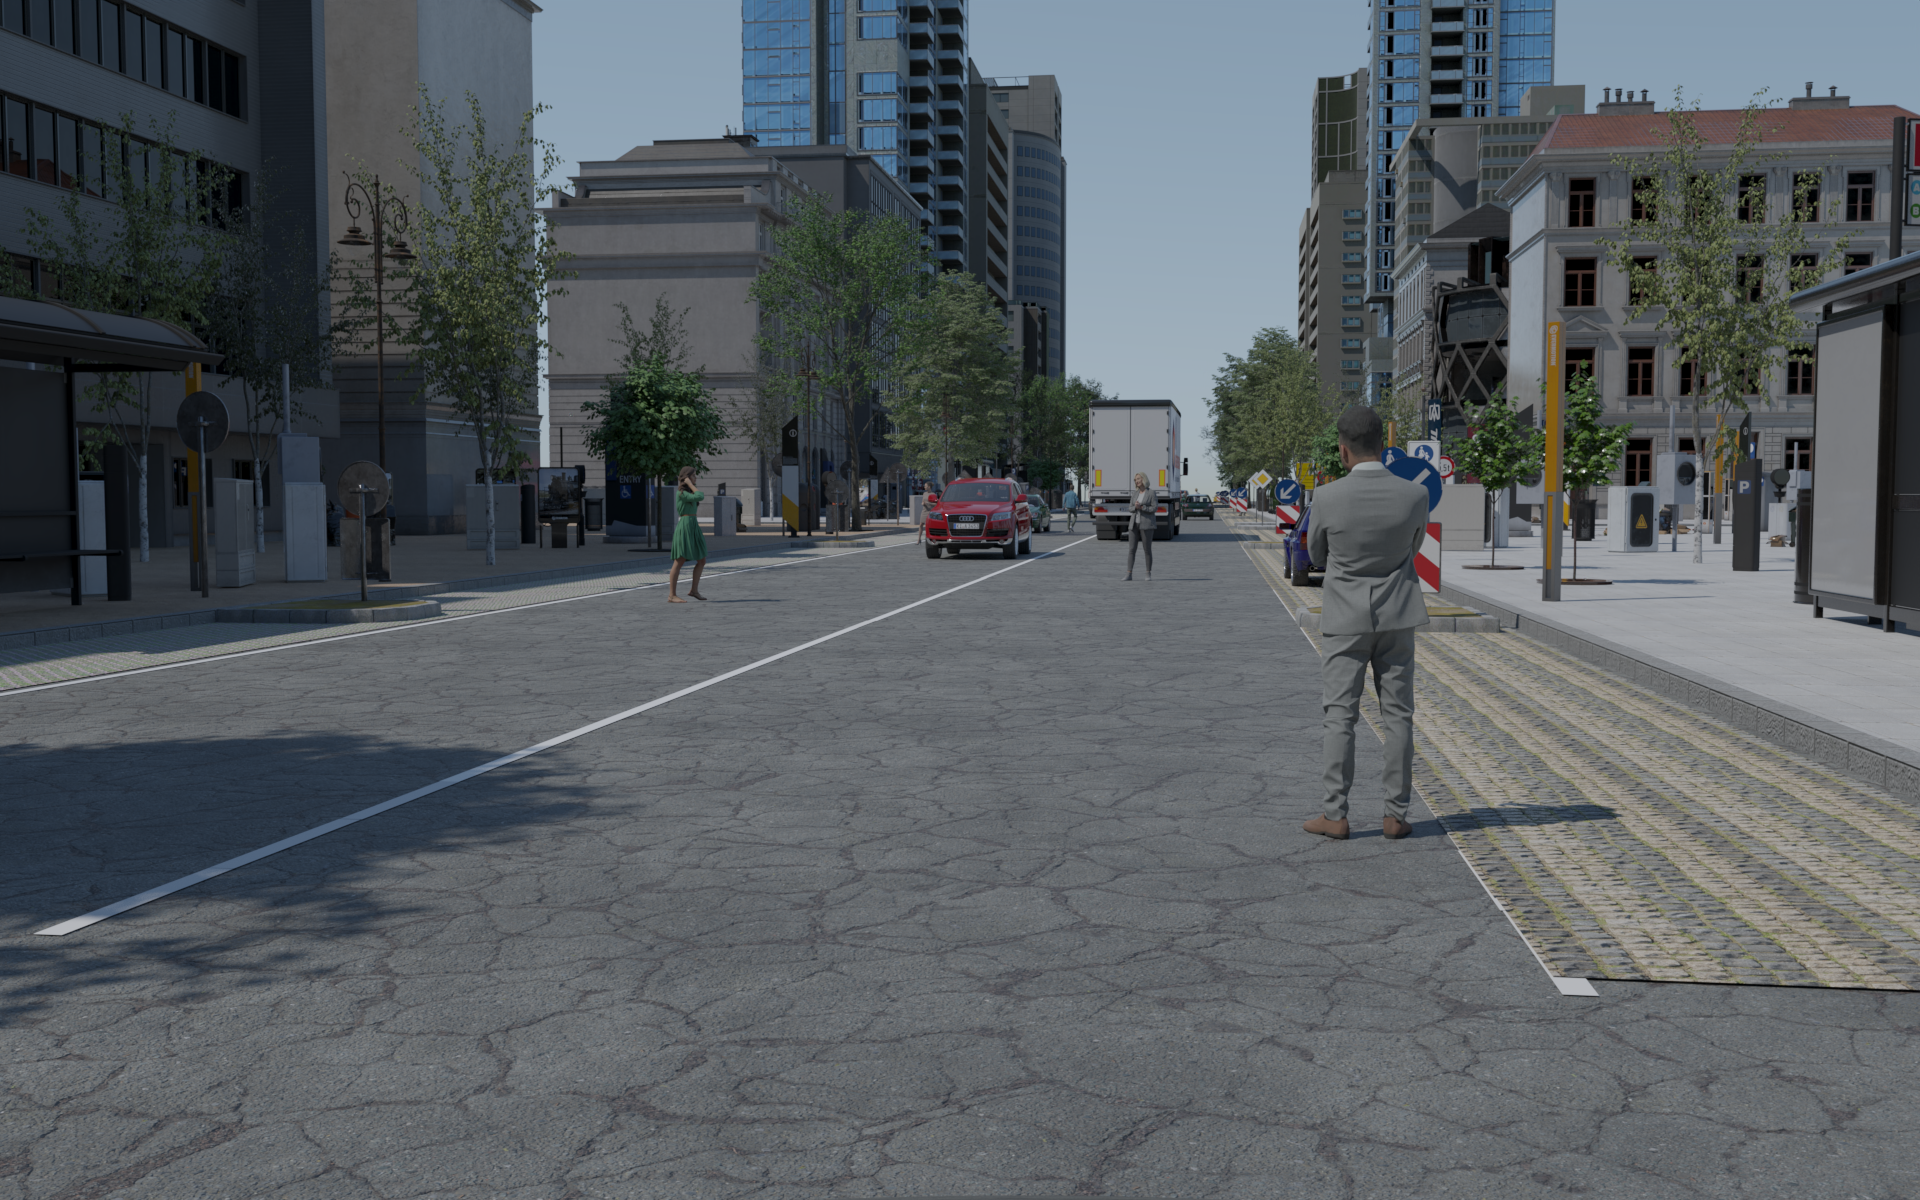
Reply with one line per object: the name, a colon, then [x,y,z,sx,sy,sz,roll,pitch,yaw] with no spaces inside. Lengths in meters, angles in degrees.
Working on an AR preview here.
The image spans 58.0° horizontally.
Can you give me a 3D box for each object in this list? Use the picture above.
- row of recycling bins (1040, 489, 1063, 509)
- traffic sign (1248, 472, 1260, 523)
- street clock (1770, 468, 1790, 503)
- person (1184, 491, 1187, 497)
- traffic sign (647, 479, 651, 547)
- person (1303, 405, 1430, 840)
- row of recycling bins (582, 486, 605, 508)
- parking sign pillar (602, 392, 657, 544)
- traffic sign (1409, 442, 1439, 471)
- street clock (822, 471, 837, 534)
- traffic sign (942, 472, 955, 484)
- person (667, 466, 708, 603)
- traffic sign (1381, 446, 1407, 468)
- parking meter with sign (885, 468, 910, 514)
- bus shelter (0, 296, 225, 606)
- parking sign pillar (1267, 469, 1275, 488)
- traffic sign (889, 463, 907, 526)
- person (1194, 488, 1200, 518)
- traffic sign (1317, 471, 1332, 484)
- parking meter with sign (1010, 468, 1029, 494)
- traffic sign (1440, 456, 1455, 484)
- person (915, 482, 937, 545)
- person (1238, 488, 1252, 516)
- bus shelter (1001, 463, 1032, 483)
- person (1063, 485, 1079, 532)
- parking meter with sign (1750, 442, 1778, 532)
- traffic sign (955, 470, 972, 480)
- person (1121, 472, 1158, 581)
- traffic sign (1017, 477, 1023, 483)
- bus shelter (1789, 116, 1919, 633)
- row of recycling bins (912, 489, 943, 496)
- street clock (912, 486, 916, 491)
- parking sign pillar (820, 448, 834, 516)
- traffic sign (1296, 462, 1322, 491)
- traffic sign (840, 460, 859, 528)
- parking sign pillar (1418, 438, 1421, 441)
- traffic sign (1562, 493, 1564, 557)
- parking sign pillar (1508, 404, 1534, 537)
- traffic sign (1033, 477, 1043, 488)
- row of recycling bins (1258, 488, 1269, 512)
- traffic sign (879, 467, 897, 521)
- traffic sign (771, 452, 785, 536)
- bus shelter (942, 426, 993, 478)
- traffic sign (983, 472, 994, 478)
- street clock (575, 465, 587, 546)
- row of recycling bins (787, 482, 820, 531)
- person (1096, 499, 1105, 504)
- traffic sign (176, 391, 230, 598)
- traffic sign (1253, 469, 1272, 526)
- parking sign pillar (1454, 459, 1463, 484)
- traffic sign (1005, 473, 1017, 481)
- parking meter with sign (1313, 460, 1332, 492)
row of recycling bins: [7.820,-8.820,151.317,1.069,1.692,3.534,-2,4,-30]
traffic sign: [13.313,-4.532,77.739,0.795,2.450,0.064,0,4,8]
street clock: [23.229,-2.723,49.096,0.471,2.002,0.358,0,4,-1]
person: [22.157,-9.885,170.671,0.434,1.755,0.990,-1,4,-14]
traffic sign: [-7.470,-2.538,41.602,0.768,2.556,0.104,1,4,17]
person: [1.708,0.083,7.332,0.511,1.800,0.466,-1,4,-11]
row of recycling bins: [-30.260,-8.159,140.518,1.069,1.692,3.534,2,4,24]
parking sign pillar: [-8.632,-3.474,45.275,1.447,3.967,1.447,2,4,26]
traffic sign: [8.951,-1.917,33.480,0.606,2.300,0.079,1,4,12]
street clock: [-4.149,-3.085,55.013,0.358,2.002,0.471,3,5,40]
traffic sign: [-0.659,-6.014,98.436,0.768,2.556,0.104,1,4,12]
person: [-3.609,-0.866,22.903,0.529,1.795,0.600,0,4,-5]
traffic sign: [11.610,-2.835,46.455,0.768,2.556,0.104,1,4,14]
parking meter with sign: [-4.188,-7.181,113.673,1.738,3.016,0.543,1,4,17]
bus shelter: [-9.816,-1.432,17.337,2.014,3.302,5.546,0,4,8]
parking sign pillar: [27.066,-9.937,150.939,1.447,3.967,1.447,1,4,8]
traffic sign: [-2.519,-4.294,70.315,0.768,2.556,0.104,1,4,11]
person: [14.441,-5.921,105.526,0.478,1.798,0.641,0,4,-7]
traffic sign: [18.633,-5.413,88.608,0.768,2.556,0.104,1,4,13]
parking meter with sign: [4.250,-7.366,116.688,1.738,3.016,0.543,2,4,34]
traffic sign: [16.057,-3.516,57.593,0.768,2.556,0.104,1,4,17]
person: [-0.946,-2.426,48.504,0.599,1.781,0.374,2,4,34]
person: [17.585,-5.996,106.647,0.853,1.813,0.709,0,4,-2]
bus shelter: [4.339,-8.635,132.467,1.731,3.624,6.357,0,4,8]
person: [4.175,-3.441,65.106,0.601,1.785,0.444,2,4,27]
parking meter with sign: [27.491,-3.827,58.837,1.738,3.016,0.543,-1,4,-16]
traffic sign: [0.175,-4.153,71.543,0.795,2.450,0.064,0,4,8]
person: [2.997,-1.217,28.578,0.537,1.800,0.526,3,5,42]
traffic sign: [4.337,-7.895,129.186,0.768,2.556,0.104,1,4,12]
bus shelter: [9.423,-2.362,16.243,2.179,5.291,8.768,0,4,8]
row of recycling bins: [-2.255,-8.339,143.463,3.534,1.692,1.069,1,4,15]
street clock: [-4.054,-9.138,153.984,0.358,2.002,0.471,-1,4,-19]
parking sign pillar: [-7.826,-6.956,102.198,1.447,3.967,1.447,1,4,17]
traffic sign: [22.544,-7.127,110.406,2.265,3.308,0.079,1,4,12]
traffic sign: [-4.177,-3.986,65.278,0.768,2.556,0.104,1,4,13]
parking sign pillar: [22.227,-5.799,83.283,1.447,3.967,1.447,1,4,17]
traffic sign: [12.331,-2.164,35.484,0.768,2.556,0.104,1,4,15]
parking sign pillar: [16.467,-3.879,51.902,1.447,3.967,1.447,1,4,21]
traffic sign: [5.840,-7.976,130.515,0.768,2.556,0.104,1,4,13]
row of recycling bins: [22.355,-7.340,127.116,1.069,1.692,3.534,0,4,7]
traffic sign: [-3.420,-5.011,81.936,0.884,2.594,0.081,1,4,11]
traffic sign: [-5.357,-3.205,52.510,0.768,2.556,0.104,1,4,12]
bus shelter: [0.399,-7.741,104.202,2.179,5.291,8.768,0,4,8]
traffic sign: [1.291,-4.637,79.450,0.795,2.450,0.064,0,4,8]
street clock: [-9.436,-2.353,43.040,0.358,2.002,0.471,0,4,-5]
row of recycling bins: [-5.563,-3.305,61.145,1.069,1.692,3.534,0,4,2]
person: [5.629,-3.769,69.998,0.514,1.842,0.818,2,4,35]
traffic sign: [-9.368,-1.303,21.416,0.768,2.556,0.104,1,4,16]
traffic sign: [12.197,-4.048,69.832,0.795,2.450,0.064,0,4,8]
parking sign pillar: [25.479,-6.084,87.952,1.447,3.967,1.447,-3,5,-40]
traffic sign: [3.075,-6.455,105.640,0.768,2.556,0.104,1,4,14]
parking meter with sign: [18.387,-5.481,85.882,1.738,3.016,0.543,0,4,2]
